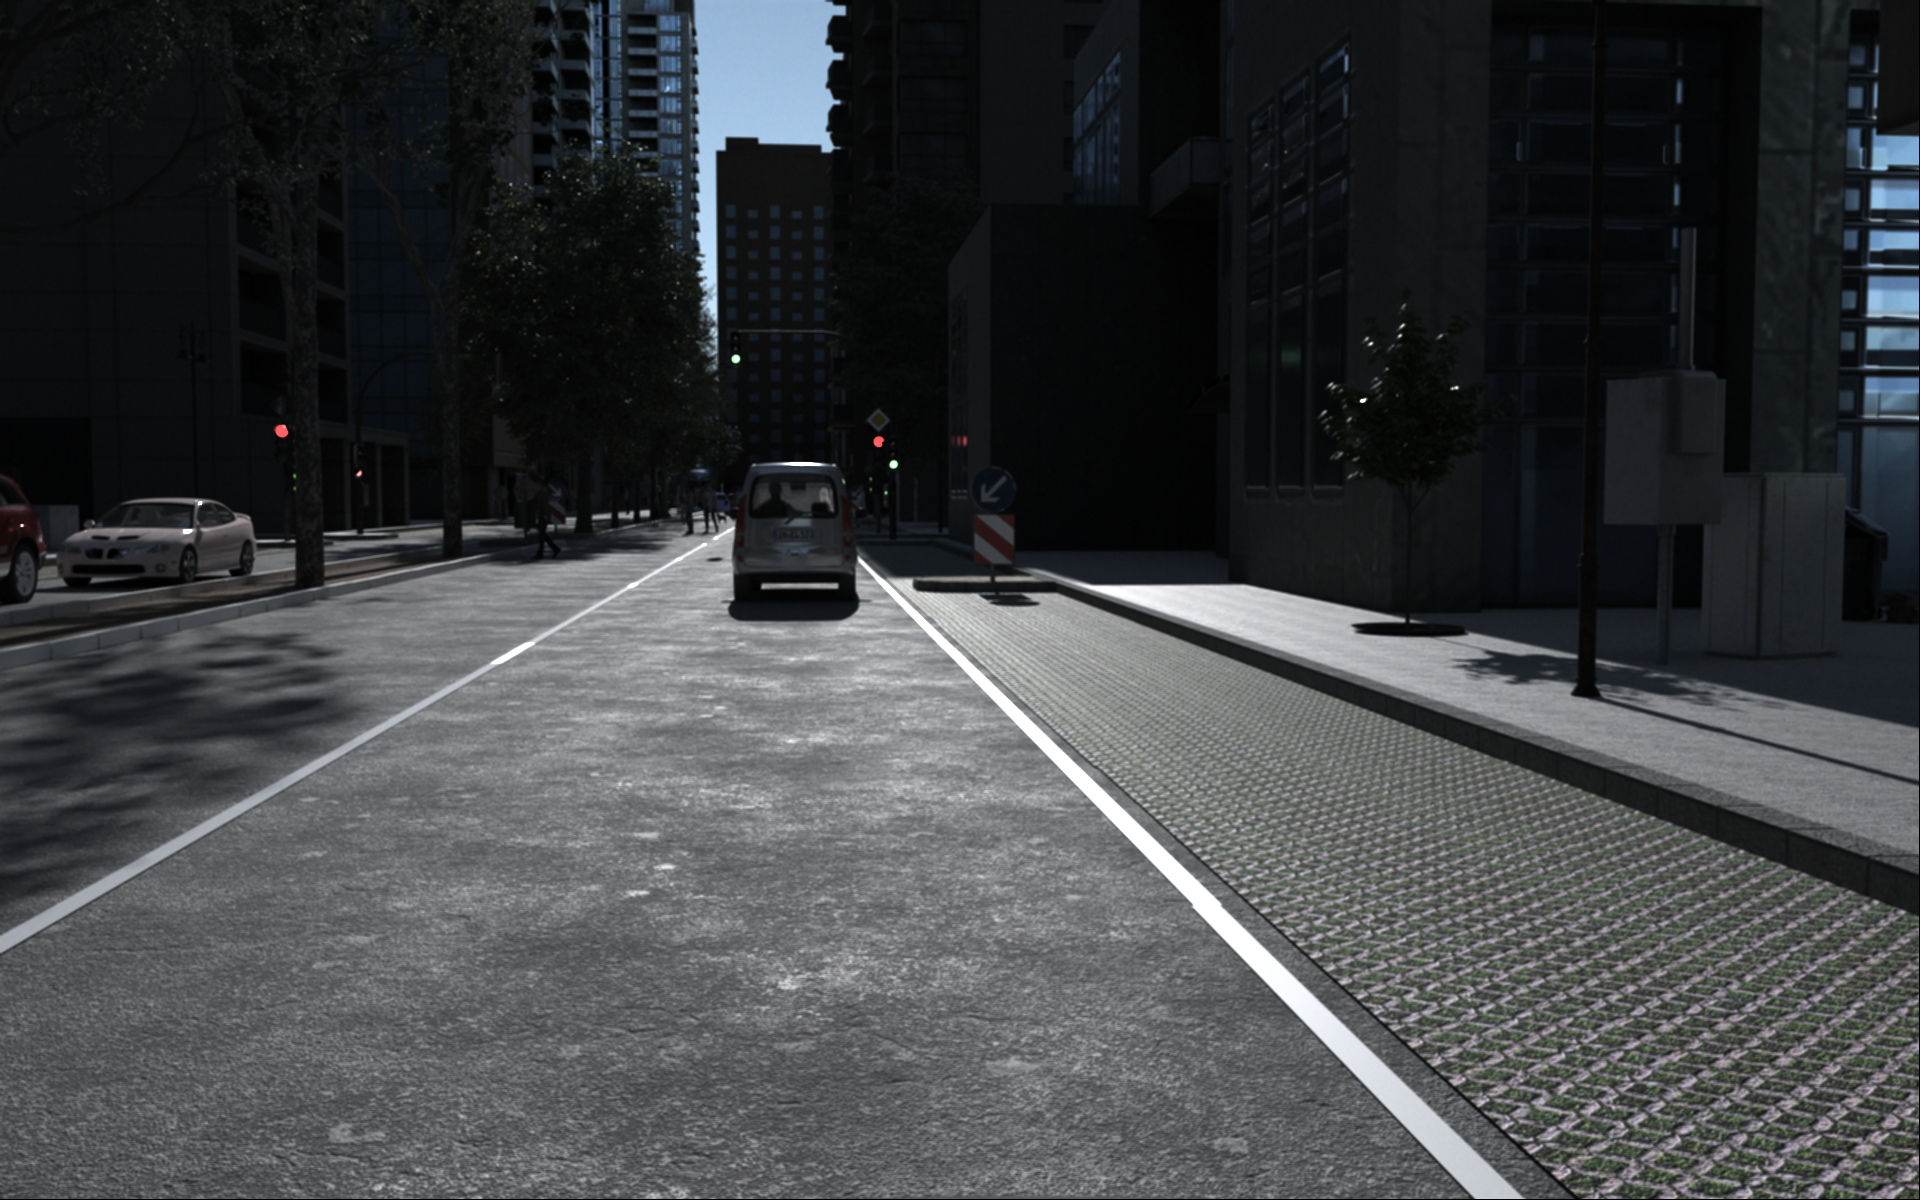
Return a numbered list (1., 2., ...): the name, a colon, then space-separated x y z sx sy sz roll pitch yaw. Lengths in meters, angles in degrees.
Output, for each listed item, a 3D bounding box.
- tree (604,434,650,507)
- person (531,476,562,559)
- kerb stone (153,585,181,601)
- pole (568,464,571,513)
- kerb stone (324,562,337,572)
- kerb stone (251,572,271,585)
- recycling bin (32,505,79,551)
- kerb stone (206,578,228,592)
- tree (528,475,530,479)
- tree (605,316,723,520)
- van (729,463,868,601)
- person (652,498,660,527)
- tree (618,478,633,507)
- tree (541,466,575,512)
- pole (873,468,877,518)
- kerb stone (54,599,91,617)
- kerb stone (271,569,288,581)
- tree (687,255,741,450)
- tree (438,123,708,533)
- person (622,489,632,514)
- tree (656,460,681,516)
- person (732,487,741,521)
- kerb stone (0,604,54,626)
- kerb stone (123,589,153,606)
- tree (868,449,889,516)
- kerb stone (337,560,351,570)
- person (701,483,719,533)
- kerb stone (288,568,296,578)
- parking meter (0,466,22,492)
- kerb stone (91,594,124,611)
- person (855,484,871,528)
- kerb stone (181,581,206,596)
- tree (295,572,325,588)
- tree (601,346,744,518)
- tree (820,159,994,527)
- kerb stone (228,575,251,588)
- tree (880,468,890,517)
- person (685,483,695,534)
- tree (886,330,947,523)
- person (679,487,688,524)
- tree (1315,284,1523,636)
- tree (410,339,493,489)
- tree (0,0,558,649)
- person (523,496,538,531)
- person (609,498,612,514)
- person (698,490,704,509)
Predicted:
1. tree: -32.352 -15.215 166.892 7.486 12.596 7.792 0 3 0
2. person: -9.246 -1.839 38.484 0.656 1.842 0.836 3 5 41
3. kerb stone: -10.845 -0.079 23.486 0.120 0.150 1.000 0 4 -5
4. pole: -26.797 -7.646 118.853 0.158 3.312 0.155 0 3 0
5. kerb stone: -11.630 -0.578 31.647 0.120 0.150 1.000 0 4 -5
6. kerb stone: -11.231 -0.329 27.572 0.120 0.150 1.000 0 4 -5
7. recycling bin: -20.589 -1.644 39.427 0.722 1.027 0.722 2 4 29
8. kerb stone: -11.043 -0.203 25.522 0.120 0.150 1.000 0 4 -5
9. tree: -27.142 -9.445 104.789 4.737 8.622 4.395 0 3 0
10. tree: -16.760 -10.186 94.758 9.928 11.665 9.643 0 3 0
11. van: -2.311 -1.078 24.633 2.013 2.044 4.112 0 4 -4
12. person: -13.279 -3.825 75.706 0.362 1.253 0.373 1 4 13
13. tree: -33.616 -10.951 173.655 1.663 3.219 1.824 0 3 0
14. tree: -28.637 -7.913 123.975 1.663 3.219 1.824 0 3 0
15. pole: -4.498 -6.002 91.977 0.158 3.312 0.155 0 3 0
16. kerb stone: -10.550 0.108 20.424 0.120 0.150 1.000 0 4 -5
17. kerb stone: -11.339 -0.391 28.591 0.120 0.150 1.000 0 4 -5
18. tree: -14.299 -9.703 71.464 12.009 13.543 11.850 0 3 0
19. tree: -13.237 -9.259 60.489 9.857 13.997 8.962 0 3 0
20. person: -23.551 -6.945 122.455 0.661 1.777 0.834 1 4 13
21. tree: -18.483 -9.815 113.290 4.360 8.622 3.978 0 3 0
22. person: -12.086 -5.239 94.025 0.748 1.841 0.638 -1 4 -16
23. kerb stone: -10.454 0.171 19.398 0.120 0.150 1.000 0 4 -5
24. kerb stone: -10.748 -0.017 22.467 0.120 0.150 1.000 0 4 -5
25. tree: -3.712 -7.181 101.129 4.285 4.588 4.351 0 3 0
26. kerb stone: -11.729 -0.640 32.664 0.120 0.150 1.000 0 4 -5
27. person: -9.246 -3.409 64.083 0.661 1.843 0.795 1 4 15
28. kerb stone: -11.433 -0.454 29.611 0.120 0.150 1.000 0 4 -5
29. parking meter: -19.529 -1.833 35.683 0.255 1.863 0.399 0 4 1
30. kerb stone: -10.645 0.050 21.449 0.120 0.150 1.000 0 4 -5
31. person: -4.106 -3.964 73.187 0.818 1.842 0.514 -2 4 -26
32. kerb stone: -10.938 -0.141 24.505 0.120 0.150 1.000 0 4 -5
33. tree: -11.236 -10.292 26.626 12.611 20.169 13.585 0 3 0
34. tree: -17.921 -11.318 104.510 9.611 12.733 9.660 0 3 0
35. tree: -0.448 -9.770 66.394 9.857 13.997 8.962 0 3 0
36. kerb stone: -11.137 -0.265 26.554 0.120 0.150 1.000 0 4 -5
37. tree: -3.922 -6.289 97.423 1.663 3.219 1.824 0 3 0
38. person: -9.734 -3.300 62.458 0.388 1.821 0.555 -1 4 -12
39. tree: -1.720 -7.657 75.559 4.737 8.622 4.395 0 3 0
40. person: -13.202 -4.519 82.942 0.519 1.759 0.362 -2 4 -28
41. tree: 4.152 -1.319 16.172 1.663 3.219 1.824 0 3 0
42. tree: -24.467 -8.113 83.013 4.737 8.622 4.395 0 3 0
43. tree: -8.741 -6.226 14.624 12.009 13.543 11.850 0 3 0
44. person: -16.595 -3.587 67.108 0.822 1.834 0.622 -3 5 -42
45. person: -23.361 -6.268 115.988 0.505 1.210 0.382 3 5 43
46. person: -24.368 -9.504 163.893 1.348 1.823 0.705 3 5 41
